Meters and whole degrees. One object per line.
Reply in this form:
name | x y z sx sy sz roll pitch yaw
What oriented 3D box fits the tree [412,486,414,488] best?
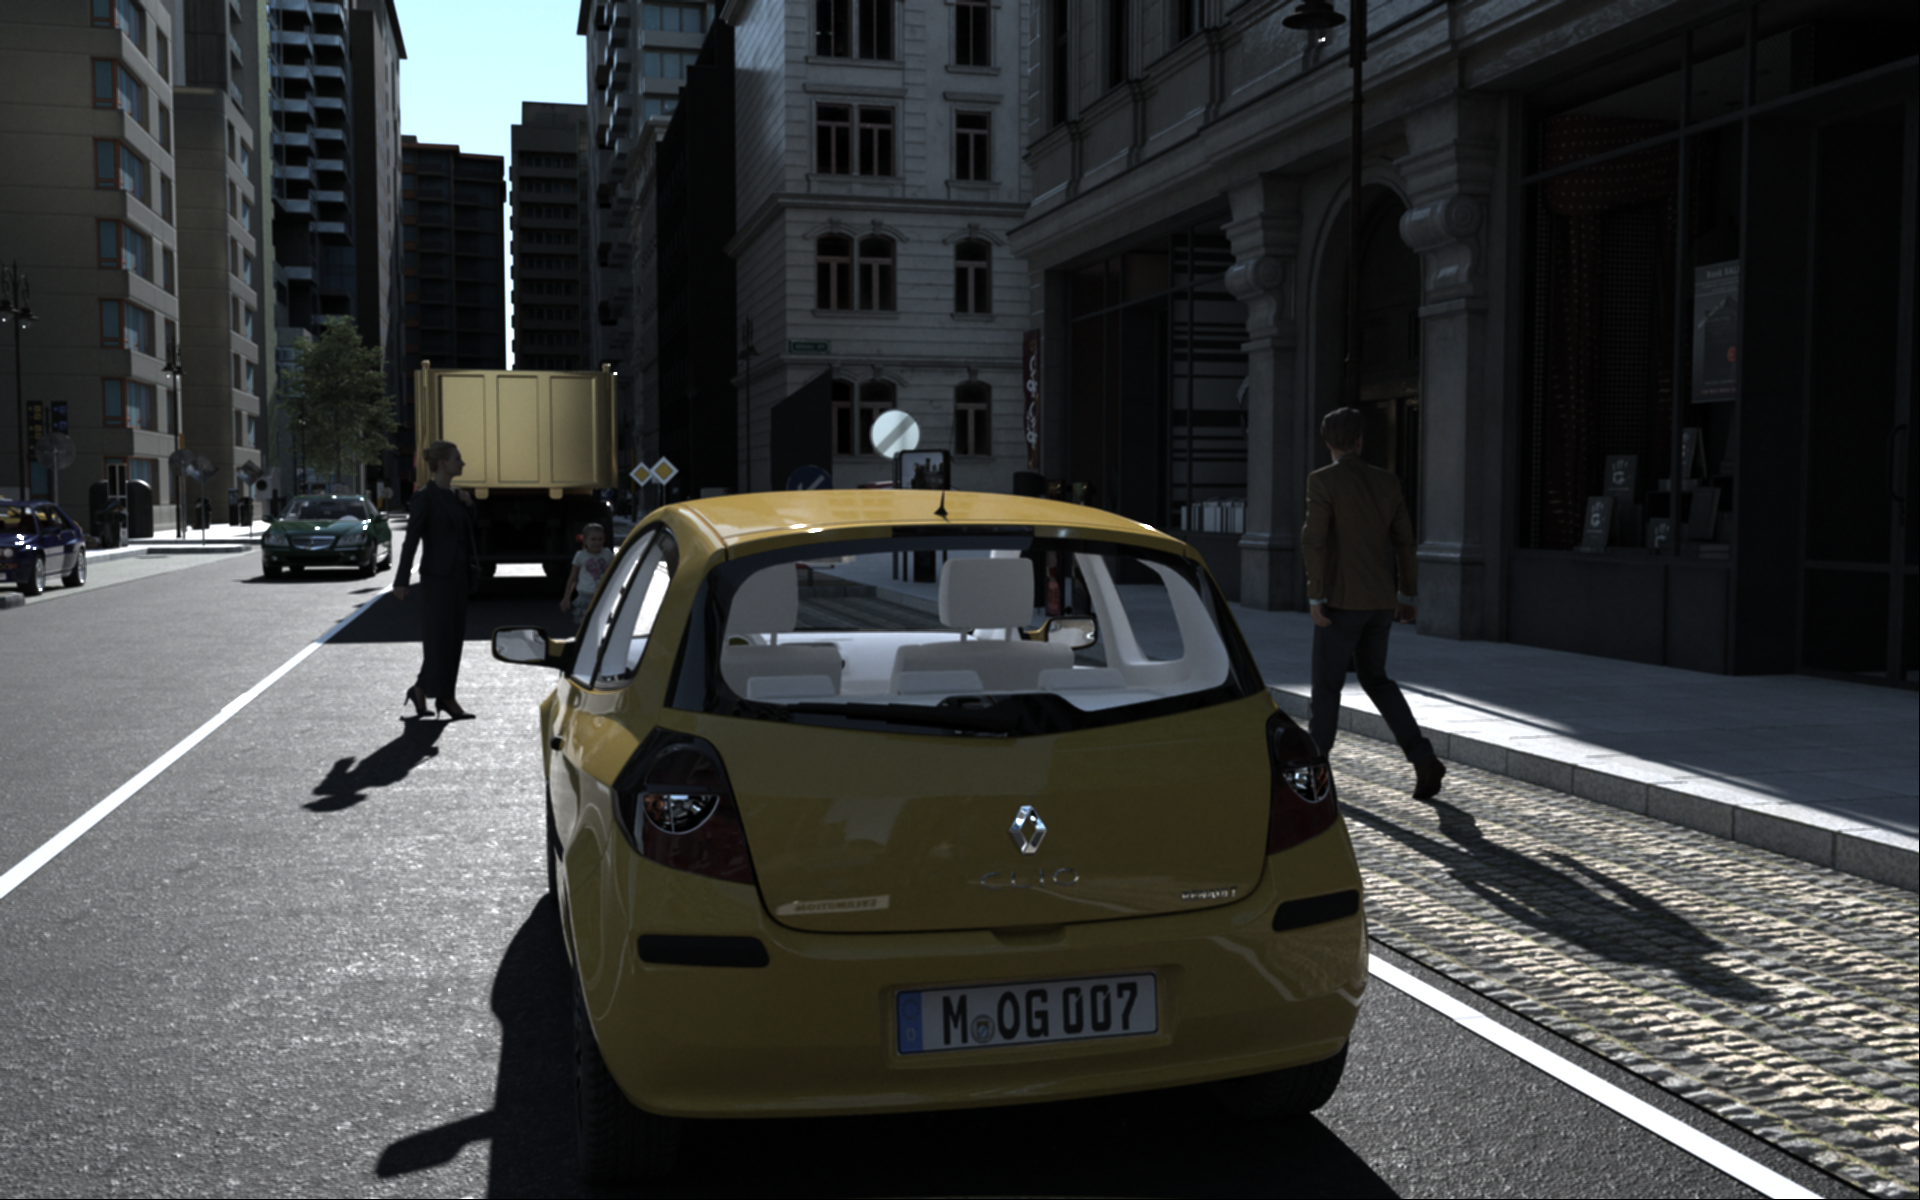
tree | -57.336 -11.612 184.463 1.663 3.219 1.824 0 3 0

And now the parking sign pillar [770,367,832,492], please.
parking sign pillar | -3.395 -2.968 36.994 1.447 3.967 1.447 -1 4 -10

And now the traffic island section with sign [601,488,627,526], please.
traffic island section with sign | -15.907 -4.188 77.101 1.989 1.847 2.006 -1 4 -14

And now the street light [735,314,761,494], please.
street light | -5.465 -4.399 44.717 0.468 5.910 1.993 -1 4 -14

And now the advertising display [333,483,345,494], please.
advertising display | -35.485 -5.734 98.961 0.974 1.923 0.123 2 4 35

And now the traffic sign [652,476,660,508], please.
traffic sign | -11.948 -4.079 68.821 0.606 2.300 0.079 -1 4 -13

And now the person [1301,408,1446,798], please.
person | 1.895 0.016 8.146 0.836 1.842 0.656 2 4 31

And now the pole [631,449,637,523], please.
pole | -14.638 -5.128 77.685 0.158 3.312 0.155 0 3 0

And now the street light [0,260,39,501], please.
street light | -18.657 -3.766 34.366 0.468 5.910 1.993 -1 4 -14

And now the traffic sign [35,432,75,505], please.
traffic sign | -18.601 -2.173 35.634 0.768 2.556 0.104 -1 4 -13

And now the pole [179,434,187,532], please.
pole | -26.251 -3.955 58.513 0.158 3.312 0.155 0 3 0

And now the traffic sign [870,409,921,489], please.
traffic sign | -0.966 -1.579 25.918 0.768 2.556 0.104 0 4 -7

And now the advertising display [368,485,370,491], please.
advertising display | -41.505 -7.123 121.676 0.123 1.923 0.974 -1 4 -17

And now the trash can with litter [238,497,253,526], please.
trash can with litter | -28.547 -3.527 69.056 0.624 1.170 1.055 -2 4 -32

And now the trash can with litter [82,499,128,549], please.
trash can with litter | -20.114 -1.785 40.580 0.624 1.170 1.055 2 4 28

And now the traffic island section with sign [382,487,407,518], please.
traffic island section with sign | -33.687 -5.716 102.089 1.989 1.847 2.006 -1 4 -14

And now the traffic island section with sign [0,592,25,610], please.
traffic island section with sign | -12.899 -0.792 21.582 1.989 1.847 2.006 -1 4 -14

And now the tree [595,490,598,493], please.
tree | -29.166 -8.713 137.052 1.663 3.219 1.824 0 3 0

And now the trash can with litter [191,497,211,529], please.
trash can with litter | -27.732 -3.162 63.093 1.055 1.170 0.624 3 5 42

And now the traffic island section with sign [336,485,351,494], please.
traffic island section with sign | -26.810 -4.088 75.461 1.989 1.847 2.006 -1 4 -14

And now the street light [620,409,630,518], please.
street light | -17.884 -7.327 92.578 0.468 5.910 1.993 -1 4 -14

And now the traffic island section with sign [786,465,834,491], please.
traffic island section with sign | -2.351 -0.978 24.613 1.989 1.847 2.006 -1 4 -14

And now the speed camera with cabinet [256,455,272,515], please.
speed camera with cabinet | -36.053 -5.725 87.935 2.038 3.252 0.660 0 4 -3

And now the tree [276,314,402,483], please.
tree | -39.266 -11.691 109.268 7.486 12.596 7.792 0 3 0

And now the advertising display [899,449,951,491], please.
advertising display | -0.513 -1.216 25.095 0.123 1.923 0.974 -3 5 -44

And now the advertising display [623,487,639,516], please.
advertising display | -19.647 -6.003 103.365 0.974 1.923 0.123 1 4 19

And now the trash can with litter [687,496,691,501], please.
trash can with litter | -10.941 -3.587 69.698 1.678 1.210 2.233 -1 4 -12

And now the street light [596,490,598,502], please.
street light | -26.297 -9.328 125.304 0.468 5.910 1.993 -1 4 -14

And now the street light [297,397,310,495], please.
street light | -31.234 -6.706 82.430 0.468 5.910 1.993 -1 4 -14

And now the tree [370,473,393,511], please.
tree | -45.277 -8.621 135.553 1.663 3.219 1.824 0 3 0

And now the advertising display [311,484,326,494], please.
advertising display | -42.103 -6.636 113.716 0.123 1.923 0.974 3 4 37

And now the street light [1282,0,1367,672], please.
street light | 2.821 -2.421 12.368 0.468 5.910 1.993 -1 4 -14

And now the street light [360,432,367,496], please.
street light | -39.525 -8.697 114.989 0.468 5.910 1.993 -1 4 -14

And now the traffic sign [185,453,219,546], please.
traffic sign | -18.661 -2.388 42.684 0.795 2.450 0.064 -1 4 -14

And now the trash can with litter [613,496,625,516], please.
trash can with litter | -19.725 -5.398 99.652 1.055 1.170 0.624 -1 4 -19

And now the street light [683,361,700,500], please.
street light | -9.307 -5.340 60.096 0.468 5.910 1.993 -1 4 -14

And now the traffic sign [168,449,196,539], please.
traffic sign | -22.124 -3.010 49.313 0.768 2.556 0.104 -1 4 -9

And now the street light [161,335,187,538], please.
street light | -22.819 -4.748 50.417 0.468 5.910 1.993 -1 4 -14

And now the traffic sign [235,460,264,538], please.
traffic sign | -20.659 -2.861 50.416 0.795 2.450 0.064 -1 4 -14

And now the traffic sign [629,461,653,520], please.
traffic sign | -9.766 -3.031 53.199 0.795 2.450 0.064 -1 4 -14

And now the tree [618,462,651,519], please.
tree | -16.987 -5.873 90.628 1.663 3.219 1.824 0 3 0

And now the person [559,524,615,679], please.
person | -2.751 0.028 13.063 0.505 1.210 0.382 -3 4 -36

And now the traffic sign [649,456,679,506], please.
traffic sign | -7.768 -2.558 45.467 0.795 2.450 0.064 -1 4 -14
